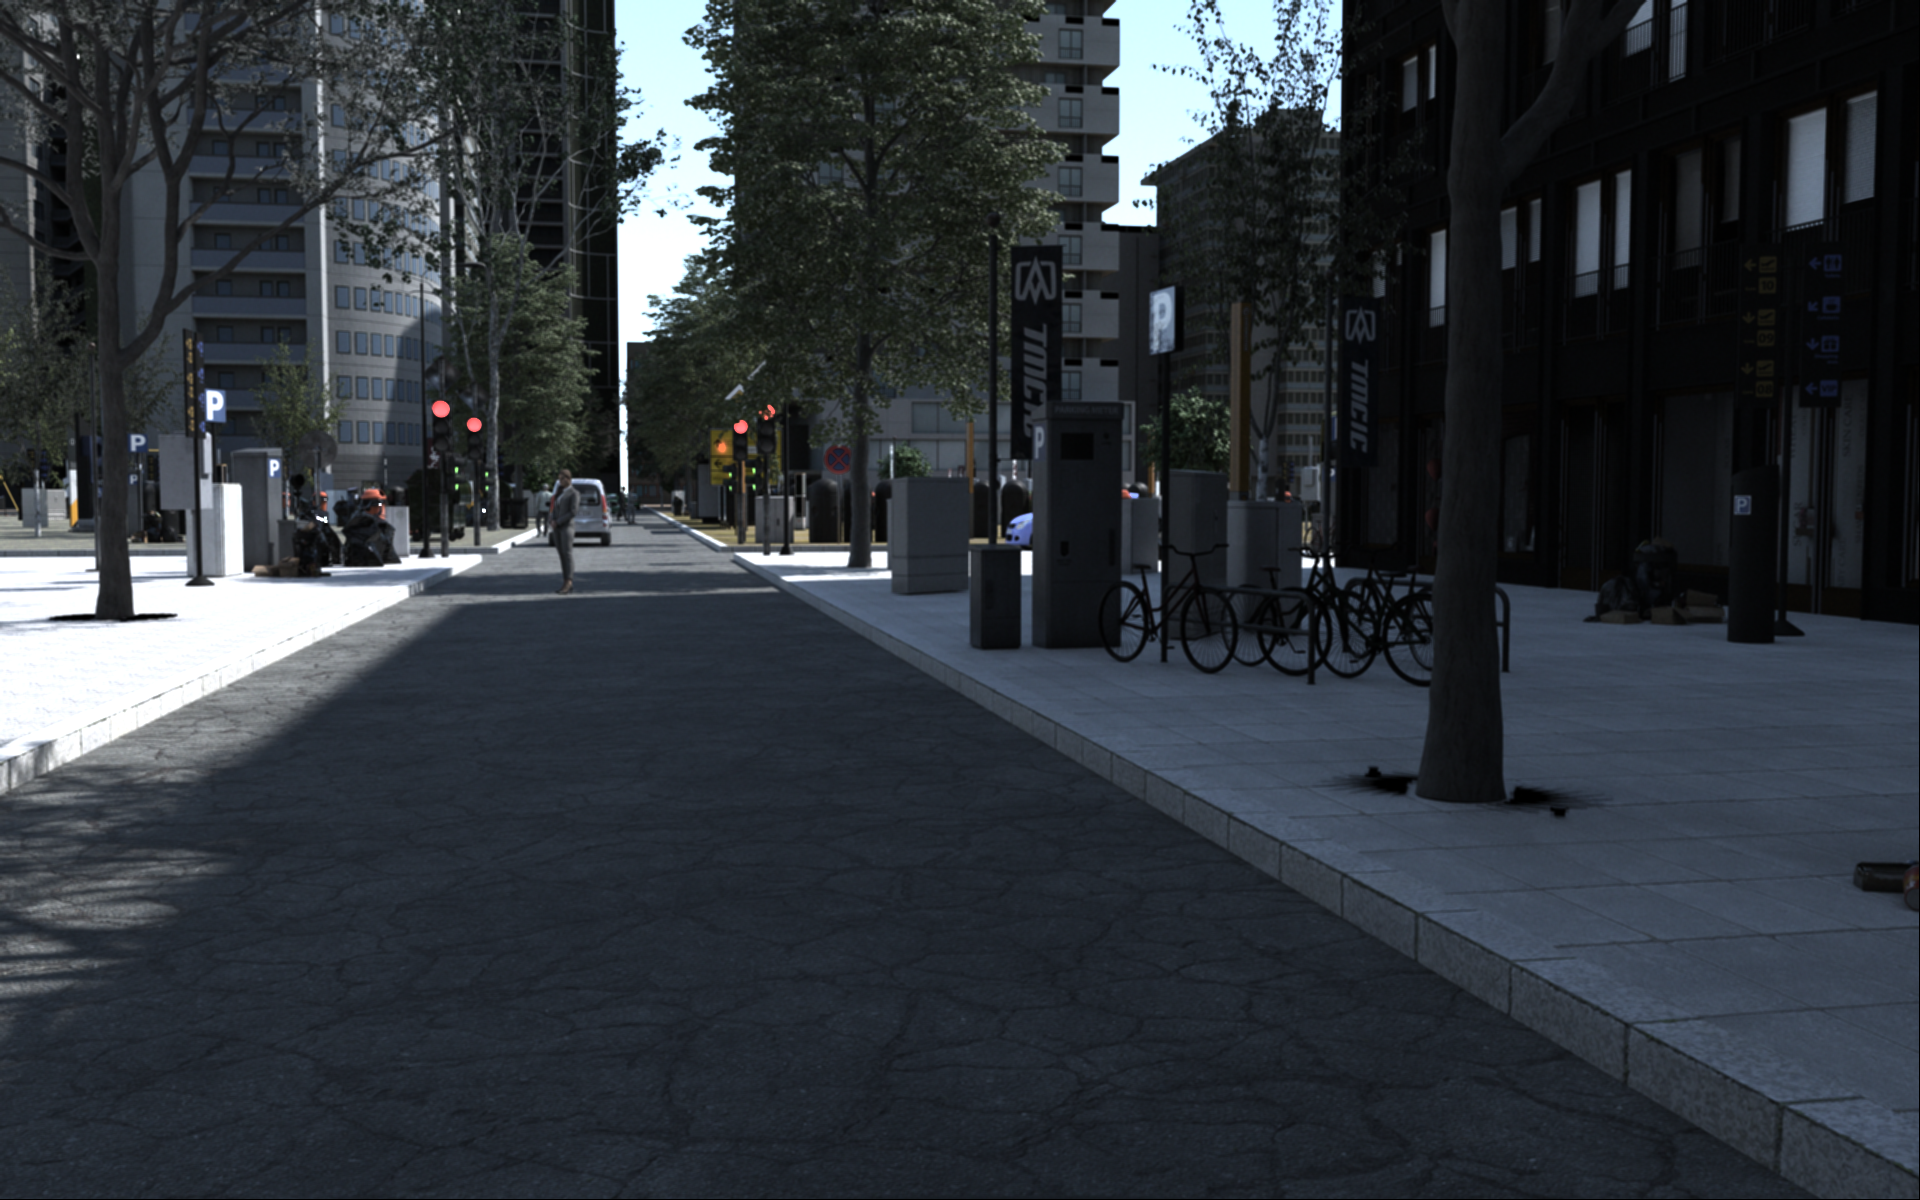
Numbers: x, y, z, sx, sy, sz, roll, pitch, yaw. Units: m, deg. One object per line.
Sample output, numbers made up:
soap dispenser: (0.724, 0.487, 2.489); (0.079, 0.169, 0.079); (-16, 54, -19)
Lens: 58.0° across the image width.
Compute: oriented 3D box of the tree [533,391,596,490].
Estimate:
tree: (-26.900, -10.157, 116.431); (4.737, 8.622, 4.395); (0, 3, 0)

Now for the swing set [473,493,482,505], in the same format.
swing set: (-29.656, -6.950, 111.255); (3.119, 2.851, 2.862); (0, 4, 0)

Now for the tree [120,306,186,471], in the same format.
tree: (-32.030, -7.126, 66.870); (4.360, 8.622, 3.978); (0, 3, 0)

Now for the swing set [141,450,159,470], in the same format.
swing set: (-28.657, -3.886, 61.163); (3.119, 2.851, 2.862); (-1, 4, -21)

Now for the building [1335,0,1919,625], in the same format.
building: (14.133, -11.833, 23.154); (12.332, 23.373, 15.834); (-1, 4, -11)

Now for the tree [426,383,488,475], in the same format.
tree: (-29.431, -9.293, 102.304); (4.360, 8.622, 3.978); (0, 3, 0)

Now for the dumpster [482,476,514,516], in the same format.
dumpster: (-22.629, -5.019, 84.550); (1.502, 2.255, 1.985); (-1, 4, -11)

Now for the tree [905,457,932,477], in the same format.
tree: (-2.214, -5.939, 91.697); (1.663, 3.219, 1.824); (0, 3, 0)

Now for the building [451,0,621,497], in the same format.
building: (-52.743, -47.428, 213.700); (20.611, 71.187, 20.563); (-1, 4, -11)

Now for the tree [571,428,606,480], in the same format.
tree: (-39.350, -14.085, 180.651); (4.360, 8.622, 3.978); (0, 3, 0)

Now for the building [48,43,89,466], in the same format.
building: (-77.991, -31.666, 167.857); (14.200, 45.320, 14.600); (-1, 4, -11)

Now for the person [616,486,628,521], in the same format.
person: (-17.706, -5.068, 91.132); (0.755, 1.850, 0.659); (-1, 4, -13)

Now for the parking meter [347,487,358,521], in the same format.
parking meter: (-22.012, -3.326, 62.790); (0.372, 1.533, 0.369); (0, 3, 0)

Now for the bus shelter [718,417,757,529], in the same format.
bus shelter: (-8.455, -5.480, 67.228); (2.179, 5.291, 8.768); (-1, 4, -11)

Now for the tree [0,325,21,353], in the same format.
tree: (-26.850, -5.800, 45.189); (4.737, 8.622, 4.395); (0, 3, 0)

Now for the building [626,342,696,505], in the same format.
building: (-28.185, -23.132, 223.251); (28.899, 21.520, 27.650); (-1, 4, -11)

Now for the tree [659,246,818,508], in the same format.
tree: (-5.748, -6.075, 49.688); (4.737, 8.622, 4.395); (0, 3, 0)

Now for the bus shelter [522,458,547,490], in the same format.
bus shelter: (-26.102, -7.066, 106.812); (1.731, 3.624, 6.357); (-1, 4, -11)

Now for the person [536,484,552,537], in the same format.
person: (-13.701, -2.969, 57.525); (0.782, 1.767, 0.515); (-1, 4, -20)

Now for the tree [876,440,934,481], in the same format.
tree: (-3.246, -7.325, 103.485); (4.285, 4.588, 4.351); (0, 3, 0)

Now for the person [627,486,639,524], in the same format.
person: (-15.742, -4.565, 83.331); (0.583, 1.804, 0.606); (0, 4, -4)

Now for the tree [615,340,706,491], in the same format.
tree: (-22.263, -14.046, 136.306); (9.857, 13.997, 8.962); (0, 3, 0)

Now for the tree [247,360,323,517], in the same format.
tree: (-37.181, -8.874, 95.450); (4.360, 8.622, 3.978); (0, 3, 0)

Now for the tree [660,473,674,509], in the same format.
tree: (-24.535, -9.365, 147.715); (1.663, 3.219, 1.824); (0, 3, 0)

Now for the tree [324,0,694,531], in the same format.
tree: (-15.875, -12.566, 61.346); (12.611, 20.169, 13.585); (0, 3, 0)

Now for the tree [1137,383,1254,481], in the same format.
tree: (6.977, -4.125, 51.161); (4.285, 4.588, 4.351); (0, 3, 0)

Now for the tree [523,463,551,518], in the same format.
tree: (-22.480, -5.960, 92.055); (1.663, 3.219, 1.824); (0, 3, 0)

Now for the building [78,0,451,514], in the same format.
building: (-48.952, -35.693, 125.578); (21.231, 58.520, 28.212); (-1, 4, -11)

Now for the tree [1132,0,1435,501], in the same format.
tree: (4.157, -4.460, 23.290); (4.360, 8.622, 3.978); (0, 3, 0)

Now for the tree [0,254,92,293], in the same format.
tree: (-28.181, -6.227, 52.172); (4.360, 8.622, 3.978); (0, 3, 0)

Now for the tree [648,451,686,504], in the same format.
tree: (-29.728, -13.680, 174.025); (4.360, 8.622, 3.978); (0, 3, 0)

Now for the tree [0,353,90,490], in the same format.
tree: (-49.790, -8.808, 94.374); (4.737, 8.622, 4.395); (0, 3, 0)

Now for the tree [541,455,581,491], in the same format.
tree: (-30.798, -9.117, 132.771); (4.285, 4.588, 4.351); (0, 3, 0)

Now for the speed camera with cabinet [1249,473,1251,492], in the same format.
speed camera with cabinet: (11.743, -4.737, 71.781); (0.660, 3.252, 2.038); (1, 4, 9)

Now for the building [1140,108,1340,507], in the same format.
building: (33.439, -29.905, 180.831); (23.993, 40.220, 32.217); (-1, 4, -11)

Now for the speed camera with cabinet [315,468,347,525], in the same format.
speed camera with cabinet: (-26.567, -4.822, 73.169); (0.660, 3.252, 2.038); (-3, 5, -43)

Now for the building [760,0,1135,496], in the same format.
building: (-2.366, -34.116, 147.027); (28.713, 52.752, 27.495); (-1, 4, -11)

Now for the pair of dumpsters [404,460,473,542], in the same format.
pair of dumpsters: (-14.621, -2.817, 48.548); (1.574, 2.255, 4.437); (-1, 4, -11)

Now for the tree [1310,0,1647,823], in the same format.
tree: (2.252, -5.913, 7.043); (12.009, 13.543, 11.850); (0, 3, 0)

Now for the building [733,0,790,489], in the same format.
building: (-12.008, -38.612, 173.299); (21.231, 58.520, 28.212); (-1, 4, -11)

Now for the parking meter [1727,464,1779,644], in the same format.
parking meter: (6.858, -0.402, 14.976); (0.372, 1.533, 0.369); (0, 3, 0)

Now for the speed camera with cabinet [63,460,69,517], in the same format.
speed camera with cabinet: (-50.965, -6.363, 98.373); (0.660, 3.252, 2.038); (1, 4, 10)

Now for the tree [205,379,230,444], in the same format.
tree: (-48.662, -9.777, 110.223); (4.360, 8.622, 3.978); (0, 3, 0)

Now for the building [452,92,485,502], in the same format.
building: (-57.431, -28.776, 162.364); (23.993, 40.220, 32.217); (-1, 4, -11)

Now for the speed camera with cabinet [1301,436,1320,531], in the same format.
speed camera with cabinet: (12.633, -3.955, 58.998); (2.038, 3.252, 0.660); (3, 5, 43)

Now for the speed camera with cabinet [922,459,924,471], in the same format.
speed camera with cabinet: (-2.796, -6.354, 98.228); (2.038, 3.252, 0.660); (2, 4, 26)

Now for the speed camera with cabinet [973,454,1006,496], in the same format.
speed camera with cabinet: (1.252, -5.613, 86.104); (2.038, 3.252, 0.660); (2, 4, 28)

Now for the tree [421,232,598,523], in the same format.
tree: (-19.567, -9.653, 75.960); (7.486, 12.596, 7.792); (0, 3, 0)

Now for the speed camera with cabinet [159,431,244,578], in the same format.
speed camera with cabinet: (-11.571, -1.962, 26.413); (0.660, 3.252, 2.038); (0, 4, -5)

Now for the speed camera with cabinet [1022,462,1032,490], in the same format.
speed camera with cabinet: (4.619, -6.806, 105.610); (0.660, 3.252, 2.038); (-2, 4, -34)

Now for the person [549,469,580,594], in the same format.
person: (-5.766, -0.993, 25.016); (0.520, 1.790, 0.573); (2, 4, 26)

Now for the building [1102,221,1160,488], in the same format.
building: (12.740, -25.396, 186.925); (14.107, 30.474, 14.160); (-1, 4, -11)

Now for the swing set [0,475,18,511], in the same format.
swing set: (-49.631, -5.498, 87.508); (2.862, 2.851, 3.119); (0, 4, -1)

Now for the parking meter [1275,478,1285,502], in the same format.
parking meter: (11.984, -3.617, 64.851); (0.255, 1.863, 0.399); (-1, 4, -13)

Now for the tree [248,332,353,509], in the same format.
tree: (-30.411, -7.920, 79.860); (4.737, 8.622, 4.395); (0, 3, 0)

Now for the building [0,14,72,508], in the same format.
building: (-94.570, -44.214, 161.159); (20.611, 71.187, 20.563); (-1, 4, -11)

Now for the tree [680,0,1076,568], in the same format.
tree: (-1.452, -6.862, 30.314); (7.486, 12.596, 7.792); (0, 3, 0)

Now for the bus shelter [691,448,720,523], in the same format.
bus shelter: (-10.465, -4.937, 74.649); (2.014, 3.302, 5.546); (-1, 4, -11)
